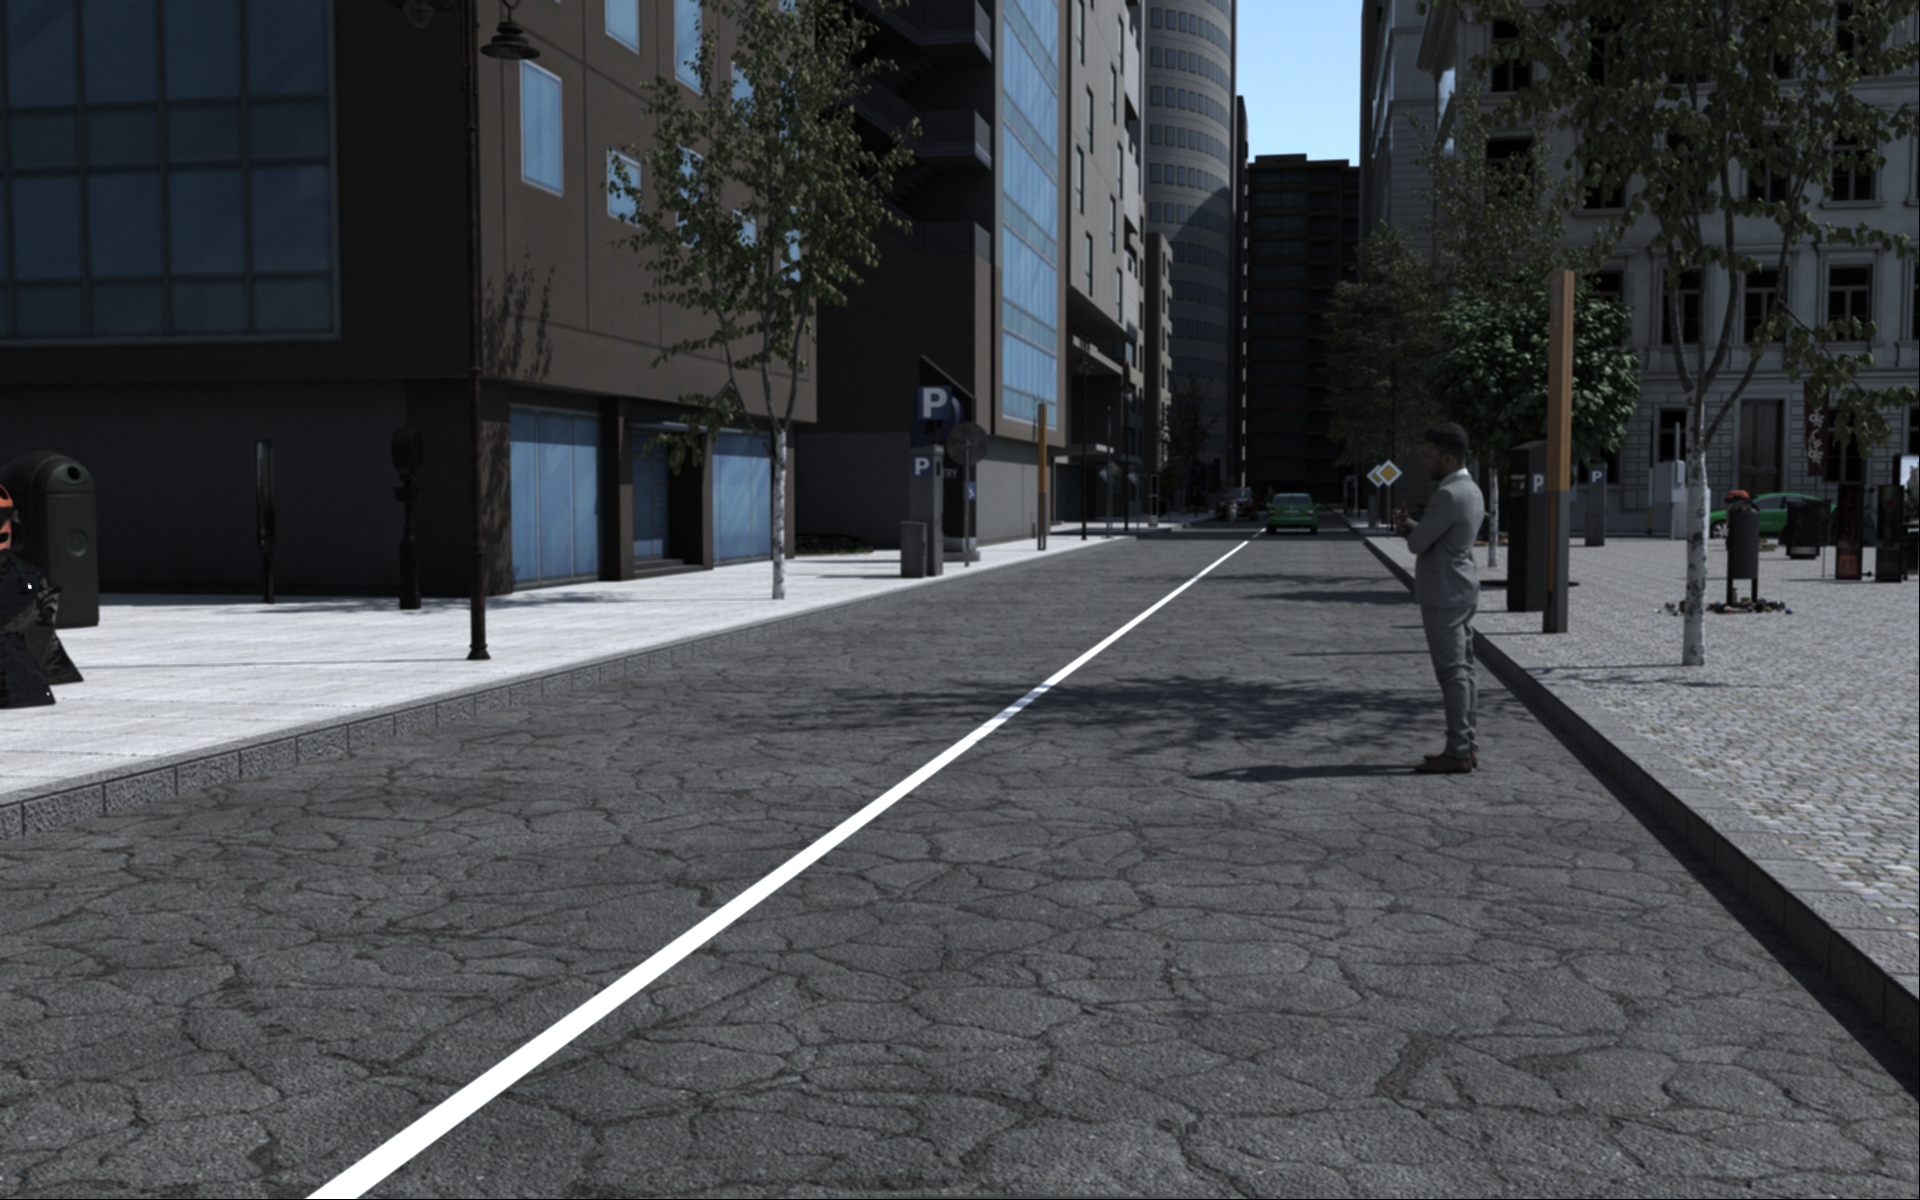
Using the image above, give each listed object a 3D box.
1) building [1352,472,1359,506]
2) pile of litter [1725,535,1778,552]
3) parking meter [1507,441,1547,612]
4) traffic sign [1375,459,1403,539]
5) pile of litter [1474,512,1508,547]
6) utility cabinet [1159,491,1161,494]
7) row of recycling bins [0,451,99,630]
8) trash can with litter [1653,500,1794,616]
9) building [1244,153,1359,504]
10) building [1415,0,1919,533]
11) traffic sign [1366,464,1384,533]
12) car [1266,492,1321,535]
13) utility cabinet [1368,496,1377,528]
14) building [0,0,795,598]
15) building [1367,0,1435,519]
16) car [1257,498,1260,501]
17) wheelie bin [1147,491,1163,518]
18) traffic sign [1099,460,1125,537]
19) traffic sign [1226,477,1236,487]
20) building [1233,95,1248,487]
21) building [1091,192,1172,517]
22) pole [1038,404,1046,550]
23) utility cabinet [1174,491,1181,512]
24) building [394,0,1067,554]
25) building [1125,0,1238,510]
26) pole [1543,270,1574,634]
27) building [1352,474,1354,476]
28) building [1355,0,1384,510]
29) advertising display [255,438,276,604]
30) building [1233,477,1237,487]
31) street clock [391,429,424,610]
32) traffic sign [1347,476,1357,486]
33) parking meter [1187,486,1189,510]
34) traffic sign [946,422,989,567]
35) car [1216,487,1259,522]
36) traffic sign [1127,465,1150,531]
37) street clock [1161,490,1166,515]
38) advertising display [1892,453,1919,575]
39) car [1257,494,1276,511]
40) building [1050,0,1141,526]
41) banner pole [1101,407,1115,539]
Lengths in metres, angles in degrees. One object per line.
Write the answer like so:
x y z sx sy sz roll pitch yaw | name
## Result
53.646 -46.026 190.771 20.563 71.187 20.611 1 4 11 | building
17.941 -1.546 39.235 1.719 0.858 1.176 -3 5 -44 | pile of litter
6.184 -0.806 18.892 0.399 1.863 0.255 -2 4 -35 | parking meter
12.339 -2.831 49.922 0.795 2.450 0.064 1 4 11 | traffic sign
13.195 -1.767 42.856 1.719 0.858 1.176 -1 4 -15 | pile of litter
15.132 -7.641 133.602 1.173 1.500 0.318 -1 4 -18 | utility cabinet
-9.774 -0.527 15.726 1.069 1.692 3.534 3 5 43 | row of recycling bins
8.299 -0.489 19.050 2.233 1.210 1.678 -3 4 -36 | trash can with litter
40.981 -34.956 226.149 28.867 44.769 22.147 1 4 11 | building
27.126 -13.743 60.855 21.152 22.565 11.583 1 4 11 | building
13.936 -3.309 57.746 0.795 2.450 0.064 1 4 11 | traffic sign
12.035 -3.290 62.584 1.959 1.807 4.718 1 4 12 | car
15.912 -3.407 66.862 0.306 1.237 1.020 1 4 13 | utility cabinet
-11.039 -23.099 27.784 14.600 45.320 14.200 1 4 11 | building
28.601 -19.436 95.275 11.434 29.767 29.804 1 4 11 | building
29.318 -9.331 164.358 2.131 1.459 4.920 1 4 12 | car
10.453 -5.206 93.019 0.693 1.594 0.980 2 4 25 | wheelie bin
4.510 -2.929 51.534 0.795 2.450 0.064 1 4 11 | traffic sign
20.005 -7.820 127.969 0.768 2.556 0.104 1 4 14 | traffic sign
21.674 -35.116 197.855 21.600 48.544 21.300 1 4 11 | building
-1.382 -16.320 111.867 27.650 21.520 28.899 1 4 11 | building
1.867 -2.784 39.366 0.158 3.312 0.155 0 3 0 | pole
15.660 -6.989 122.951 0.318 1.500 1.173 3 5 43 | utility cabinet
-5.100 -24.253 46.645 14.200 45.320 14.600 1 4 11 | building
12.404 -37.089 148.407 21.231 58.520 28.212 1 4 11 | building
5.506 -1.351 15.928 0.158 3.312 0.155 0 3 0 | pole
50.250 -33.426 166.129 23.786 49.044 30.456 1 4 11 | building
40.687 -30.296 145.443 14.600 45.320 14.200 1 4 11 | building
-8.220 -0.936 20.513 0.123 1.923 0.974 -2 4 -27 | advertising display
11.714 -29.599 175.818 32.217 40.220 23.993 1 4 11 | building
-6.114 -0.895 19.203 0.358 2.002 0.471 0 4 -3 | street clock
22.159 -5.860 97.934 0.606 2.300 0.079 1 4 19 | traffic sign
16.572 -7.411 126.888 0.255 1.863 0.399 2 4 28 | parking meter
0.123 -1.859 30.501 0.768 2.556 0.104 1 4 12 | traffic sign
14.811 -5.114 92.294 2.281 1.827 5.304 1 4 12 | car
6.107 -3.408 59.359 0.795 2.450 0.064 1 4 11 | traffic sign
12.568 -6.277 107.197 0.358 2.002 0.471 -1 4 -19 | street clock
15.106 -1.363 27.502 0.974 1.923 0.123 -2 4 -33 | advertising display
27.029 -8.662 151.413 2.009 1.686 4.222 1 4 13 | car
-6.655 -29.717 75.115 28.713 52.752 27.495 1 4 11 | building
4.315 -3.680 50.191 0.401 3.779 0.863 1 4 10 | banner pole
